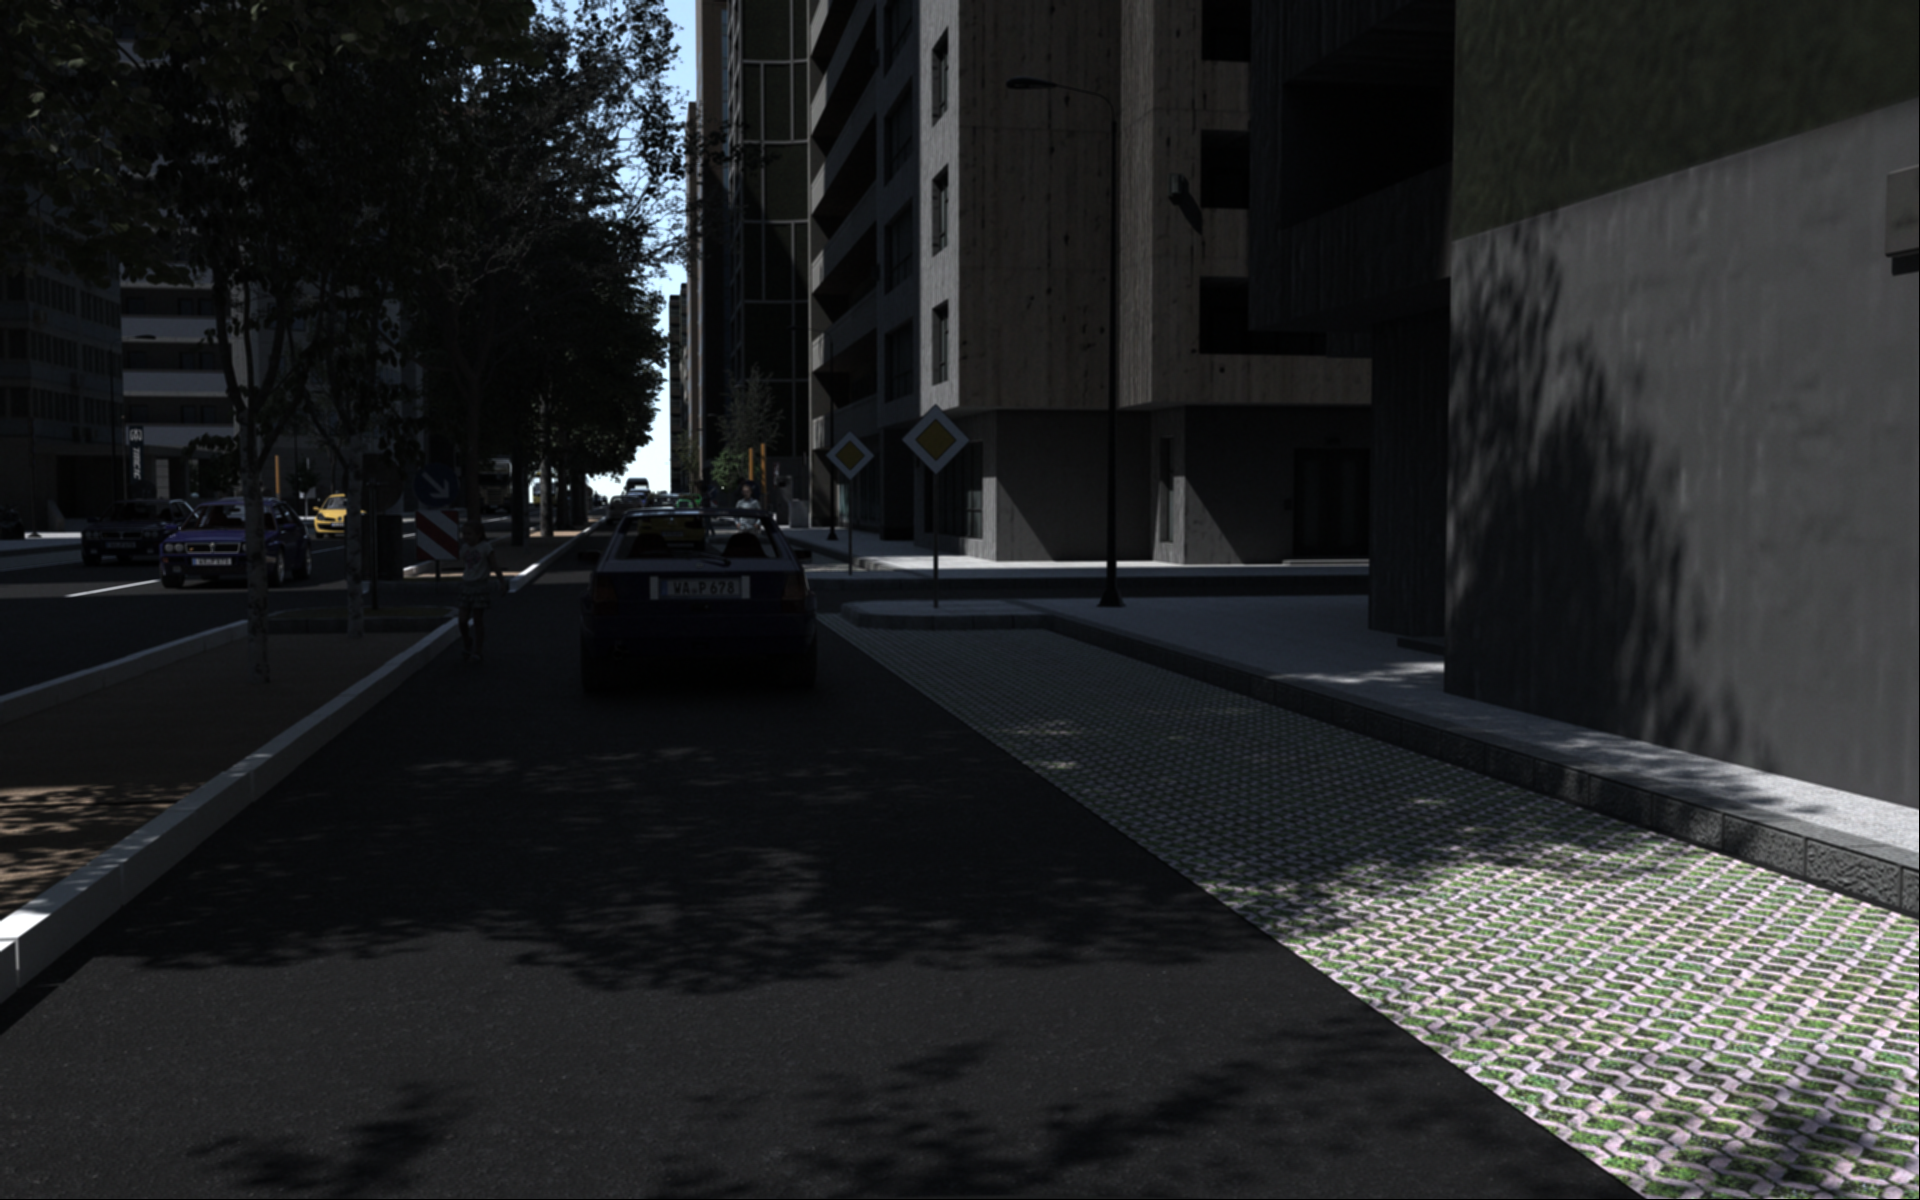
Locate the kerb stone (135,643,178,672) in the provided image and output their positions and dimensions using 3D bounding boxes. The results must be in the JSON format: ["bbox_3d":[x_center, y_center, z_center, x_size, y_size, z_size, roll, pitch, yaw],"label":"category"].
[{"bbox_3d":[-6.627,0.489,14.194,0.120,0.150,1.000,-1,4,-10],"label":"kerb stone"}]

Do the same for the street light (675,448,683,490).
[{"bbox_3d":[-27.954,-12.473,176.469,1.470,5.913,1.316,-1,4,-10],"label":"street light"}]

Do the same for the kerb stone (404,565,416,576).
[{"bbox_3d":[-9.539,-0.463,29.848,0.120,0.150,1.000,-1,4,-10],"label":"kerb stone"}]

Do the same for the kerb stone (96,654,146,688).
[{"bbox_3d":[-6.427,0.552,13.191,0.120,0.150,1.000,-1,4,-10],"label":"kerb stone"}]

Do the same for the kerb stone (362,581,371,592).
[{"bbox_3d":[-8.788,-0.216,25.795,0.120,0.150,1.000,-1,4,-10],"label":"kerb stone"}]

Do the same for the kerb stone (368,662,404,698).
[{"bbox_3d":[-4.182,0.591,12.562,0.120,0.150,1.000,-1,4,-10],"label":"kerb stone"}]

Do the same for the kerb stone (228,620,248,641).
[{"bbox_3d":[-7.181,0.309,17.213,0.120,0.150,1.000,-1,4,-10],"label":"kerb stone"}]

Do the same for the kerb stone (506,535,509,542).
[{"bbox_3d":[-13.460,-1.761,50.985,0.120,0.150,1.000,-1,4,-10],"label":"kerb stone"}]

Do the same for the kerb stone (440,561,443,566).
[{"bbox_3d":[-10.281,-0.712,33.871,0.120,0.150,1.000,-1,4,-10],"label":"kerb stone"}]

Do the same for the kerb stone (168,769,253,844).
[{"bbox_3d":[-3.254,0.898,7.520,0.120,0.150,1.000,-1,4,-10],"label":"kerb stone"}]

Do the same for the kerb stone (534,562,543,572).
[{"bbox_3d":[-7.658,-0.553,31.232,0.120,0.150,1.000,-1,4,-10],"label":"kerb stone"}]

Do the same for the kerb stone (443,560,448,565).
[{"bbox_3d":[-10.469,-0.776,34.875,0.120,0.150,1.000,-1,4,-10],"label":"kerb stone"}]

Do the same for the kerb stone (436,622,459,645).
[{"bbox_3d":[-4.939,0.343,16.588,0.120,0.150,1.000,-1,4,-10],"label":"kerb stone"}]

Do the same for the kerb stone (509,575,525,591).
[{"bbox_3d":[-6.719,-0.245,26.194,0.120,0.150,1.000,-1,4,-10],"label":"kerb stone"}]

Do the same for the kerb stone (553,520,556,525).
[{"bbox_3d":[-19.842,-3.858,85.277,0.120,0.150,1.000,-1,4,-10],"label":"kerb stone"}]

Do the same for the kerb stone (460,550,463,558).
[{"bbox_3d":[-11.033,-0.960,37.896,0.120,0.150,1.000,-1,4,-10],"label":"kerb stone"}]

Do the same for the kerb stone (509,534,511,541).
[{"bbox_3d":[-13.655,-1.820,51.998,0.120,0.150,1.000,-1,4,-10],"label":"kerb stone"}]

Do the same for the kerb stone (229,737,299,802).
[{"bbox_3d":[-3.435,0.835,8.537,0.120,0.150,1.000,-1,4,-10],"label":"kerb stone"}]

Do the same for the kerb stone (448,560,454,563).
[{"bbox_3d":[-10.651,-0.837,35.885,0.120,0.150,1.000,-1,4,-10],"label":"kerb stone"}]

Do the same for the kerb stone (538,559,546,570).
[{"bbox_3d":[-7.846,-0.614,32.237,0.120,0.150,1.000,-1,4,-10],"label":"kerb stone"}]

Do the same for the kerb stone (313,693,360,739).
[{"bbox_3d":[-3.811,0.715,10.547,0.120,0.150,1.000,-1,4,-10],"label":"kerb stone"}]

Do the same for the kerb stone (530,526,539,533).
[{"bbox_3d":[-16.270,-2.686,66.110,0.120,0.150,1.000,-1,4,-10],"label":"kerb stone"}]

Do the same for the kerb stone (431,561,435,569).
[{"bbox_3d":[-10.091,-0.652,32.864,0.120,0.150,1.000,-1,4,-10],"label":"kerb stone"}]

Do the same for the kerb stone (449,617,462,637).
[{"bbox_3d":[-5.119,0.286,17.595,0.120,0.150,1.000,-1,4,-10],"label":"kerb stone"}]

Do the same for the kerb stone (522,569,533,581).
[{"bbox_3d":[-7.097,-0.368,28.215,0.120,0.150,1.000,-1,4,-10],"label":"kerb stone"}]

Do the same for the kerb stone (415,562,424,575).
[{"bbox_3d":[-9.712,-0.530,30.855,0.120,0.150,1.000,-1,4,-10],"label":"kerb stone"}]

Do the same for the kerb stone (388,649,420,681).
[{"bbox_3d":[-4.378,0.528,13.569,0.120,0.150,1.000,-1,4,-10],"label":"kerb stone"}]

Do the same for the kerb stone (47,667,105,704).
[{"bbox_3d":[-6.248,0.612,12.184,0.120,0.150,1.000,-1,4,-10],"label":"kerb stone"}]

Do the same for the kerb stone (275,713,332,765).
[{"bbox_3d":[-3.627,0.776,9.541,0.120,0.150,1.000,-1,4,-10],"label":"kerb stone"}]

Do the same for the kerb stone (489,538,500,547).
[{"bbox_3d":[-12.905,-1.576,47.968,0.120,0.150,1.000,-1,4,-10],"label":"kerb stone"}]

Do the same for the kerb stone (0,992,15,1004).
[{"bbox_3d":[-2.687,1.087,4.488,0.120,0.150,1.000,-1,4,-10],"label":"kerb stone"}]

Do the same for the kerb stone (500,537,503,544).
[{"bbox_3d":[-13.087,-1.638,48.974,0.120,0.150,1.000,-1,4,-10],"label":"kerb stone"}]

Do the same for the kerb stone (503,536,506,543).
[{"bbox_3d":[-13.280,-1.699,49.979,0.120,0.150,1.000,-1,4,-10],"label":"kerb stone"}]

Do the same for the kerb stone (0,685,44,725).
[{"bbox_3d":[-6.063,0.674,11.179,0.120,0.150,1.000,-1,4,-10],"label":"kerb stone"}]

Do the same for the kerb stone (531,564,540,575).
[{"bbox_3d":[-7.470,-0.491,30.227,0.120,0.150,1.000,-1,4,-10],"label":"kerb stone"}]

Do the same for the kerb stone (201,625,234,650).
[{"bbox_3d":[-6.999,0.366,16.204,0.120,0.150,1.000,-1,4,-10],"label":"kerb stone"}]

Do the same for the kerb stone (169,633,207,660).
[{"bbox_3d":[-6.820,0.429,15.197,0.120,0.150,1.000,-1,4,-10],"label":"kerb stone"}]

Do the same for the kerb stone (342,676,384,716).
[{"bbox_3d":[-3.999,0.651,11.556,0.120,0.150,1.000,-1,4,-10],"label":"kerb stone"}]

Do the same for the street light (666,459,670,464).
[{"bbox_3d":[-38.278,-15.870,232.016,1.470,5.913,1.316,-1,4,-10],"label":"street light"}]

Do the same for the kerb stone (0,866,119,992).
[{"bbox_3d":[-2.874,1.022,5.493,0.120,0.150,1.000,-1,4,-10],"label":"kerb stone"}]

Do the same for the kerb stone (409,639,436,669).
[{"bbox_3d":[-4.554,0.467,14.576,0.120,0.150,1.000,-1,4,-10],"label":"kerb stone"}]

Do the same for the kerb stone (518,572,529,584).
[{"bbox_3d":[-6.908,-0.304,27.202,0.120,0.150,1.000,-1,4,-10],"label":"kerb stone"}]

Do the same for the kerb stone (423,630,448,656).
[{"bbox_3d":[-4.746,0.404,15.583,0.120,0.150,1.000,-1,4,-10],"label":"kerb stone"}]

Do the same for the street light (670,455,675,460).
[{"bbox_3d":[-33.227,-14.204,204.780,1.470,5.913,1.316,-1,4,-10],"label":"street light"}]

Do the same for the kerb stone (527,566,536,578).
[{"bbox_3d":[-7.283,-0.427,29.220,0.120,0.150,1.000,-1,4,-10],"label":"kerb stone"}]

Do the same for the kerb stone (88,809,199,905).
[{"bbox_3d":[-3.061,0.959,6.509,0.120,0.150,1.000,-1,4,-10],"label":"kerb stone"}]

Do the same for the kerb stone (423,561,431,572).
[{"bbox_3d":[-9.902,-0.591,31.859,0.120,0.150,1.000,-1,4,-10],"label":"kerb stone"}]
